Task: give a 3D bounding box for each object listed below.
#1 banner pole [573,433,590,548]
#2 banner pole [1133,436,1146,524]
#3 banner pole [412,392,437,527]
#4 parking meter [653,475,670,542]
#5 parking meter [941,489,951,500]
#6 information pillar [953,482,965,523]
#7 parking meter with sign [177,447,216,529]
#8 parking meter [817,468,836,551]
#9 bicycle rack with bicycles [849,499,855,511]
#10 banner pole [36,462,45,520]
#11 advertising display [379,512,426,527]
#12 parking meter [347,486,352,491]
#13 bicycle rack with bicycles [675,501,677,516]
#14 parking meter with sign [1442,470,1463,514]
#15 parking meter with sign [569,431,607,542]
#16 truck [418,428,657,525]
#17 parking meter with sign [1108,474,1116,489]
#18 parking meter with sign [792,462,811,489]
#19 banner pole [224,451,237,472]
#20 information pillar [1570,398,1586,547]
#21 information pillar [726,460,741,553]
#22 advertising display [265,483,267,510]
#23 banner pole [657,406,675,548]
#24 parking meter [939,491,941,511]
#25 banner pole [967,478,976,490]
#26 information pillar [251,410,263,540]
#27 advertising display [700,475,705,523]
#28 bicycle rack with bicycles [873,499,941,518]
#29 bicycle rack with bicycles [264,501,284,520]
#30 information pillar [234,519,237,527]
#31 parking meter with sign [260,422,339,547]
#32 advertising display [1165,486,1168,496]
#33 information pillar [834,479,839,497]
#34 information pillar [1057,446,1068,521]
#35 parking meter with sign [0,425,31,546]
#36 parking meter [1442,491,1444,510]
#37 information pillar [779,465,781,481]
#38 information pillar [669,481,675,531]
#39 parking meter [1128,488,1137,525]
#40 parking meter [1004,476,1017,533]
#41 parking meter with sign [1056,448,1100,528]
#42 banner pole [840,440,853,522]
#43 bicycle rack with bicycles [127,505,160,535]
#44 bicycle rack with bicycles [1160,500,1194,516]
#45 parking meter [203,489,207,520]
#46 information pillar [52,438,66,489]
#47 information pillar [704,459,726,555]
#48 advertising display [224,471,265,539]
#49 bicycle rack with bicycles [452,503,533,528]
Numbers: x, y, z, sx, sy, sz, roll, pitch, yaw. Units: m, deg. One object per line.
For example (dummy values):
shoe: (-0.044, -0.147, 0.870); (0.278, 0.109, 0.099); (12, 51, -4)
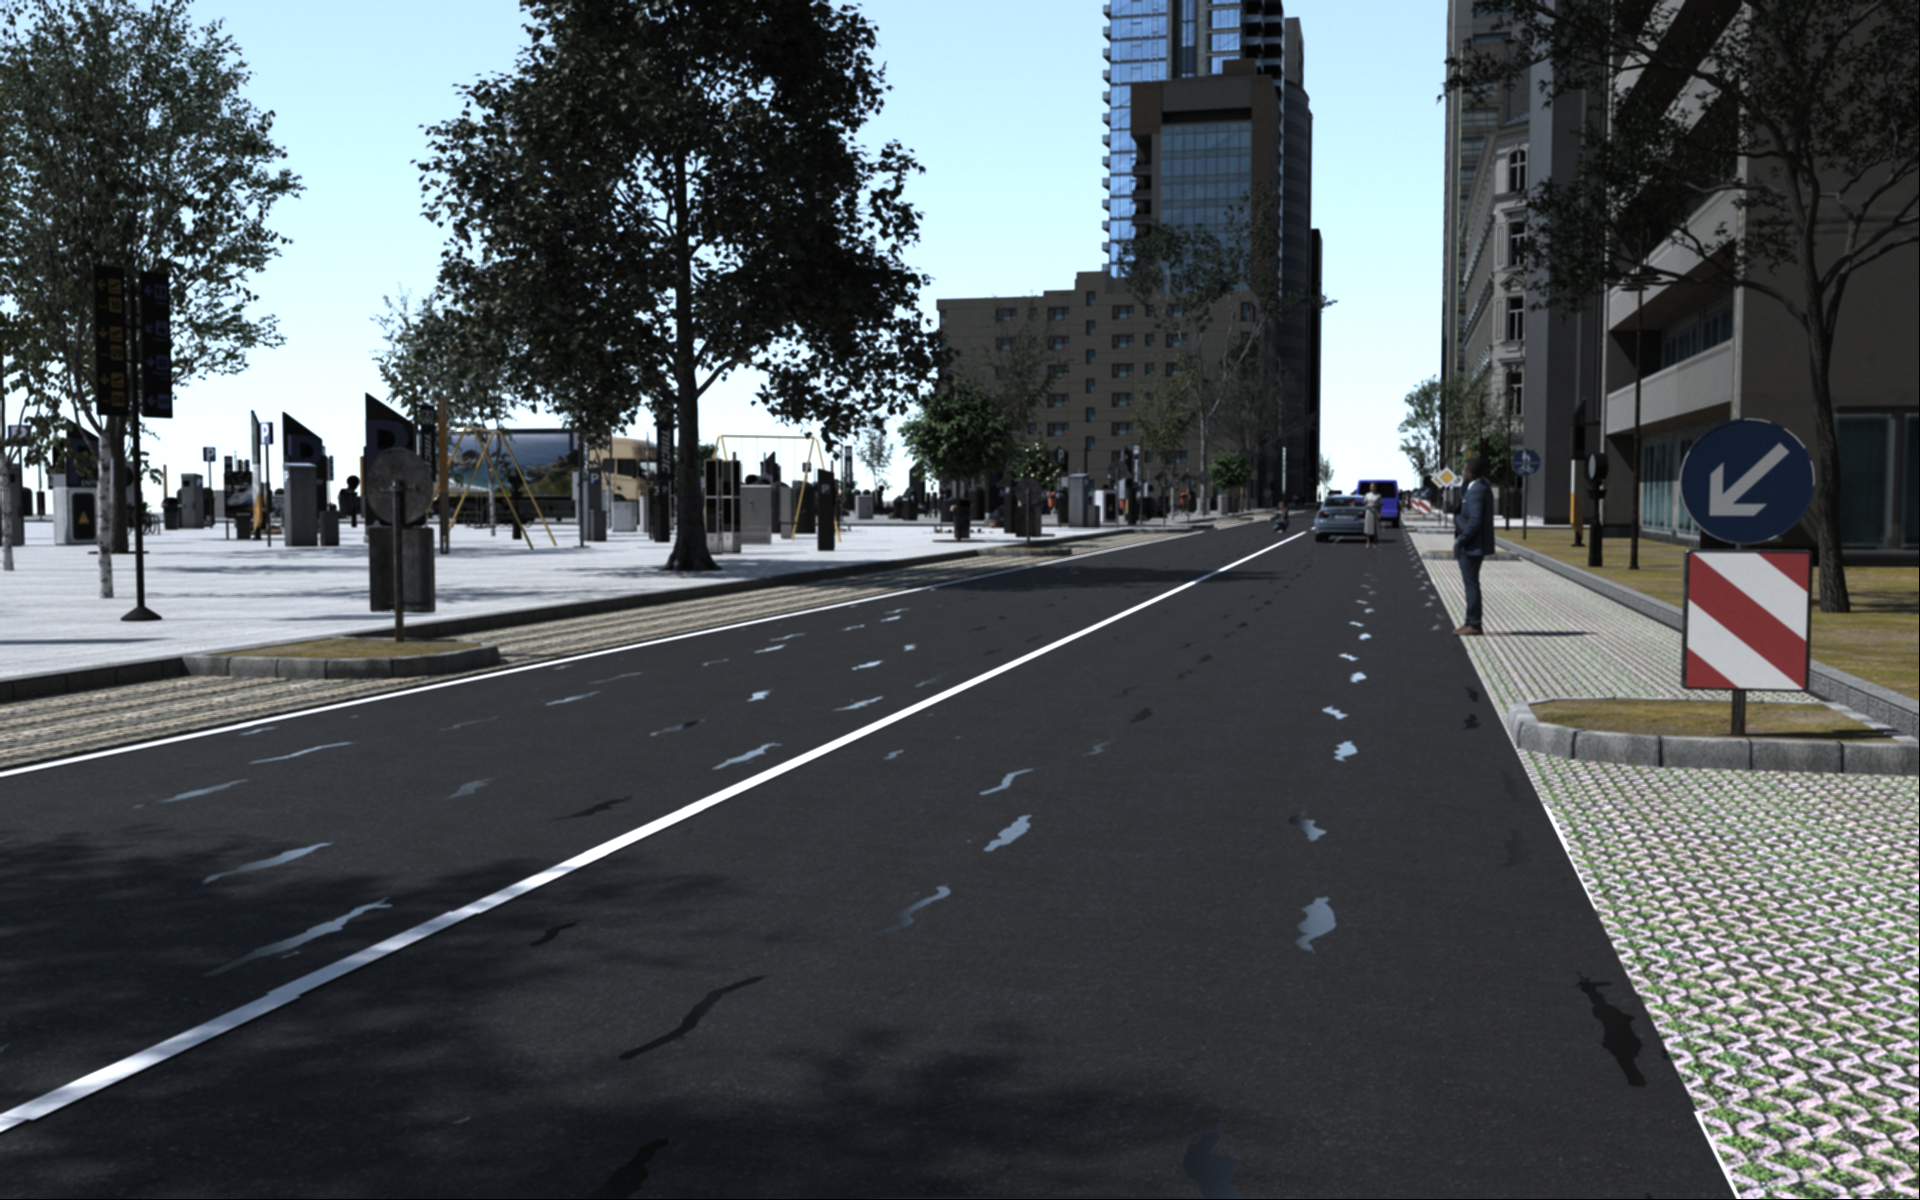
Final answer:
banner pole: (-8.960, -3.135, 41.274); (0.401, 3.779, 0.863); (-2, 4, -31)
banner pole: (7.668, -5.166, 74.476); (0.401, 3.779, 0.863); (-2, 4, -31)
banner pole: (-13.200, -3.217, 42.616); (0.401, 3.779, 0.863); (2, 4, 31)
parking meter: (-7.953, -2.473, 46.144); (0.255, 1.863, 0.399); (3, 4, 38)
parking meter: (-0.617, -4.847, 87.658); (0.372, 1.533, 0.369); (0, 3, 0)
information pillar: (-0.053, -5.155, 75.631); (0.504, 3.616, 0.183); (0, 4, -7)
parking meter with sign: (-28.501, -4.162, 64.313); (1.738, 3.016, 0.543); (1, 4, 19)
parking meter: (-3.015, -2.049, 39.215); (0.399, 1.863, 0.255); (0, 4, 4)
bicycle rack with bicycles: (-6.279, -6.519, 119.965); (2.852, 0.926, 2.925); (2, 4, 28)
banner pole: (-45.837, -5.892, 86.346); (0.401, 3.779, 0.863); (-1, 4, -18)
advertising display: (-12.130, -1.985, 37.665); (0.974, 1.923, 0.123); (-1, 4, -20)
parking meter: (-43.080, -7.131, 122.309); (0.255, 1.863, 0.399); (-2, 4, -33)
bicycle rack with bicycles: (-15.740, -5.396, 101.604); (2.925, 0.926, 2.852); (3, 5, 45)
parking meter with sign: (32.520, -7.188, 113.780); (1.738, 3.016, 0.543); (-2, 4, -26)
parking meter with sign: (-10.113, -3.124, 47.334); (0.543, 3.016, 1.738); (-2, 4, -31)
truck: (-17.816, -5.270, 75.084); (11.283, 4.237, 2.839); (1, 4, 14)
parking meter with sign: (11.877, -8.114, 128.930); (1.738, 3.016, 0.543); (-2, 4, -32)
parking meter with sign: (-8.930, -6.087, 95.782); (0.543, 3.016, 1.738); (-3, 5, -39)
banner pole: (-42.015, -6.724, 99.953); (0.863, 3.779, 0.401); (-2, 4, -35)
information pillar: (15.055, -3.109, 42.181); (0.504, 3.616, 0.183); (-3, 5, -42)
information pillar: (-4.954, -2.020, 37.521); (0.304, 2.012, 0.304); (2, 4, 28)
advertising display: (-40.657, -5.872, 101.214); (0.123, 1.923, 0.974); (-1, 4, -10)
banner pole: (-6.763, -3.099, 40.682); (0.863, 3.779, 0.401); (-3, 4, -36)
parking meter: (-1.375, -7.386, 129.176); (0.372, 1.533, 0.369); (0, 3, 0)
banner pole: (0.787, -8.356, 126.640); (0.863, 3.779, 0.401); (0, 4, 7)
information pillar: (-19.534, -3.470, 48.090); (0.183, 3.616, 0.504); (-3, 5, -41)
advertising display: (-8.508, -3.283, 58.896); (0.974, 1.923, 0.123); (-1, 4, -20)
bicycle rack with bicycles: (-3.243, -5.494, 103.204); (2.852, 0.926, 2.925); (-2, 4, -28)
bicycle rack with bicycles: (-33.991, -4.454, 86.206); (2.852, 0.926, 2.925); (-3, 5, -41)
information pillar: (-27.787, -3.806, 66.725); (0.304, 2.012, 0.304); (-1, 4, -9)
parking meter with sign: (-16.180, -2.829, 42.523); (0.543, 3.016, 1.738); (3, 5, 44)
advertising display: (16.918, -8.364, 141.963); (0.123, 1.923, 0.974); (1, 4, 19)
information pillar: (-6.093, -4.879, 84.267); (0.304, 2.012, 0.304); (1, 4, 19)
information pillar: (4.962, -5.644, 83.628); (0.504, 3.616, 0.183); (0, 4, 7)
parking meter with sign: (-23.651, -2.849, 42.846); (0.543, 3.016, 1.738); (0, 4, -1)
parking meter: (37.938, -7.781, 135.627); (0.372, 1.533, 0.369); (0, 3, 0)
information pillar: (-14.668, -9.085, 139.894); (0.504, 3.616, 0.183); (1, 4, 20)
information pillar: (-10.247, -3.453, 60.944); (0.304, 2.012, 0.304); (1, 4, 19)
parking meter: (7.224, -3.931, 72.682); (0.372, 1.533, 0.369); (0, 3, 0)
parking meter: (1.653, -3.111, 56.579); (0.255, 1.863, 0.399); (-3, 5, -43)
parking meter with sign: (4.513, -4.257, 65.862); (1.738, 3.016, 0.543); (2, 4, 35)
banner pole: (-5.196, -5.427, 78.752); (0.863, 3.779, 0.401); (3, 4, 36)
bicycle rack with bicycles: (-26.397, -2.521, 54.596); (2.852, 0.926, 2.925); (1, 4, 13)
bicycle rack with bicycles: (12.250, -5.456, 102.580); (2.925, 0.926, 2.852); (1, 4, 16)
parking meter: (-37.223, -4.688, 85.053); (0.372, 1.533, 0.369); (0, 3, 0)
information pillar: (-36.906, -4.872, 71.006); (0.504, 3.616, 0.183); (0, 4, -5)
information pillar: (-5.207, -1.964, 36.606); (0.304, 2.012, 0.304); (1, 4, 10)
advertising display: (-20.384, -2.693, 49.246); (0.974, 1.923, 0.123); (-1, 4, -19)
bicycle rack with bicycles: (-18.223, -3.256, 66.612); (2.925, 0.926, 2.852); (3, 5, 39)
